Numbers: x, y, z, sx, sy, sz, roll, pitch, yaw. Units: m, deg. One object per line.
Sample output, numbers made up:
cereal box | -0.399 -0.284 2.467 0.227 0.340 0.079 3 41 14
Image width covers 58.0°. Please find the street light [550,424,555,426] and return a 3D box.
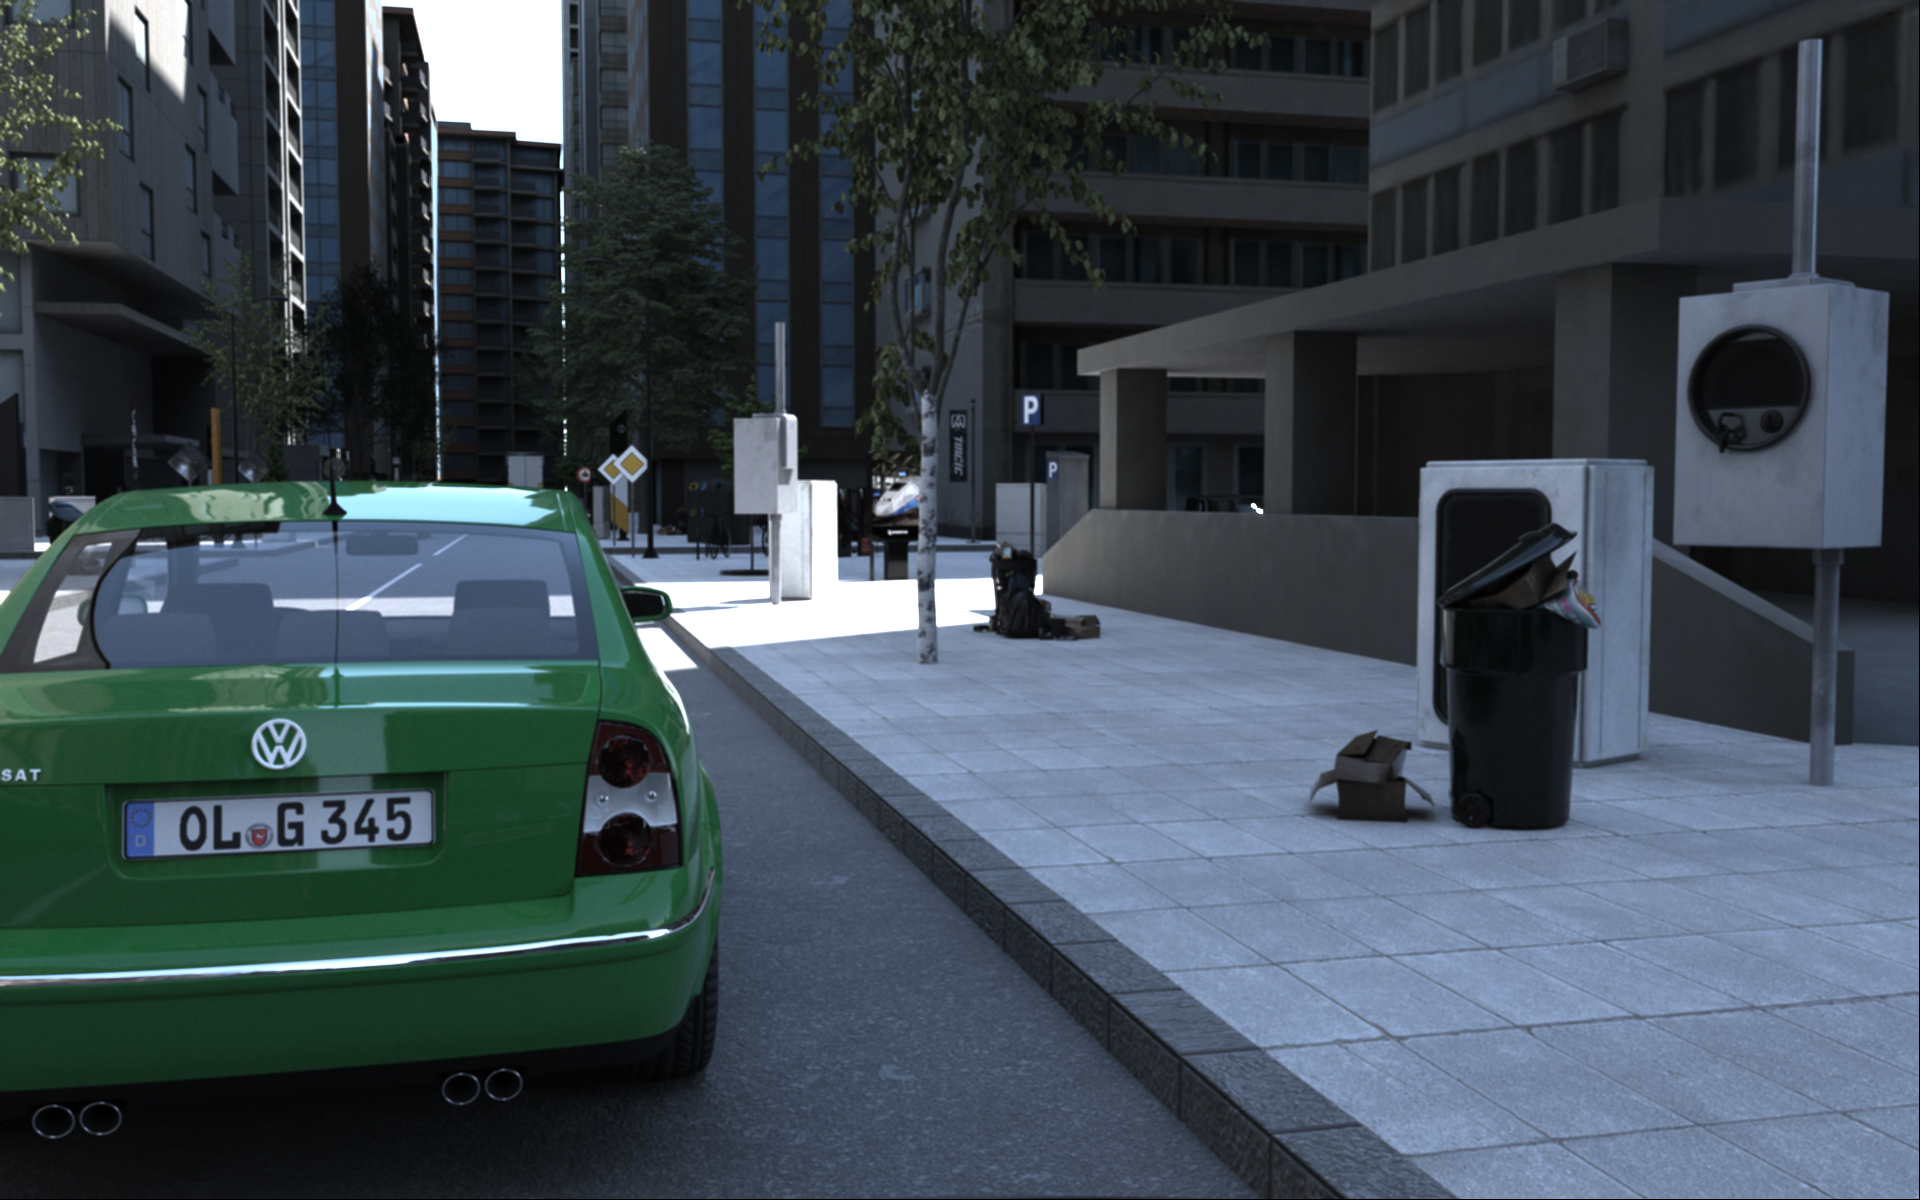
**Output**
street light | -26.777 -8.753 115.656 1.470 5.913 1.316 -1 4 -14

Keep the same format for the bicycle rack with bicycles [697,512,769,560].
bicycle rack with bicycles | -4.128 -1.305 34.724 2.852 0.926 2.925 0 4 -2

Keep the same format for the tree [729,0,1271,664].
tree | -0.061 -3.834 13.048 4.737 8.622 4.395 0 3 0

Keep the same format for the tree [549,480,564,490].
tree | -42.759 -11.644 184.985 1.663 3.219 1.824 0 3 0

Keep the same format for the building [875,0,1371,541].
building | 8.243 -26.612 58.802 21.600 48.544 21.300 -1 4 -14

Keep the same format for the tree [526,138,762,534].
tree | -9.842 -8.420 55.788 7.486 12.596 7.792 0 3 0

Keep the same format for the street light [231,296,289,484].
street light | -16.444 -4.166 40.661 1.470 5.913 1.316 -1 4 -14

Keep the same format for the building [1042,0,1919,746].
building | 18.359 -19.958 18.188 32.217 40.220 23.993 -1 4 -14

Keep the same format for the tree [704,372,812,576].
tree | -3.192 -2.020 27.634 1.663 3.219 1.824 0 3 0

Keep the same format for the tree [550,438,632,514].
tree | -17.085 -6.133 83.996 4.285 4.588 4.351 0 3 0

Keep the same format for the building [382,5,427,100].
building | -58.480 -30.425 152.069 22.147 44.769 28.867 -1 4 -14

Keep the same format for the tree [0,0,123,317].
tree | -12.844 -4.358 21.619 4.737 8.622 4.395 0 3 0

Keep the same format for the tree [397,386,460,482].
tree | -35.871 -10.132 116.028 4.737 8.622 4.395 0 3 0

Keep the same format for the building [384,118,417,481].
building | -49.388 -22.026 131.827 14.160 30.474 14.107 -1 4 -14

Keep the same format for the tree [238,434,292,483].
tree | -21.870 -3.709 55.241 1.663 3.219 1.824 0 3 0

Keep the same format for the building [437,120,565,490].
building | -61.684 -33.702 205.657 28.867 44.769 22.147 -1 4 -14

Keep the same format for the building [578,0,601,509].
building | -21.571 -37.020 147.274 21.231 58.520 28.212 -1 4 -14

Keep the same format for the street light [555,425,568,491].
street light | -15.209 -5.889 68.818 1.470 5.913 1.316 -1 4 -14

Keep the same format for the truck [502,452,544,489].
truck | -30.614 -8.108 121.476 2.839 4.237 11.283 -1 4 -15

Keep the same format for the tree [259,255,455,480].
tree | -23.544 -8.122 67.201 7.601 10.594 8.767 0 4 2

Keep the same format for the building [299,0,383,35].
building | -46.750 -28.585 117.471 14.600 45.320 14.200 -1 4 -14

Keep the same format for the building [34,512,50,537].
building | -40.930 -28.725 58.899 28.713 52.752 27.495 -1 4 -14

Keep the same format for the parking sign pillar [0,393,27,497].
parking sign pillar | -25.907 -3.559 46.670 1.447 3.967 1.447 0 4 2

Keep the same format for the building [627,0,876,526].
building | -7.087 -26.013 75.424 14.600 45.320 14.200 -1 4 -14

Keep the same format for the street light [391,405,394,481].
street light | -28.087 -7.024 87.391 1.470 5.913 1.316 -1 4 -14

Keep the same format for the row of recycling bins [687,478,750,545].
row of recycling bins | -6.237 -2.307 44.829 1.069 1.692 3.534 -2 4 -23

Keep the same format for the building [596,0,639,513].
building | -19.300 -27.096 126.614 14.154 41.232 14.086 -1 4 -14

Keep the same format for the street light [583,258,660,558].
street light | -6.729 -3.784 34.417 1.470 5.913 1.316 -1 4 -14

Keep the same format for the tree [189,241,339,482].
tree | -20.773 -6.189 51.547 4.737 8.622 4.395 0 3 0

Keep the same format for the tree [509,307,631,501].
tree | -20.549 -10.260 93.502 9.928 11.665 9.643 0 3 0

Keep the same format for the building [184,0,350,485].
building | -44.039 -39.935 91.188 20.563 71.187 20.611 -1 4 -14

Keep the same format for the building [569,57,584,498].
building | -30.157 -29.592 167.424 14.154 41.232 14.086 -1 4 -14

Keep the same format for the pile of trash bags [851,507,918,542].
pile of trash bags | -2.785 -2.253 46.583 3.447 1.369 1.912 -3 5 -44

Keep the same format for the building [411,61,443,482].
building | -60.340 -32.113 175.163 14.200 45.320 14.600 -1 4 -14

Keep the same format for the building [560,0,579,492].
building | -37.670 -47.250 210.782 20.611 71.187 20.563 -1 4 -14
